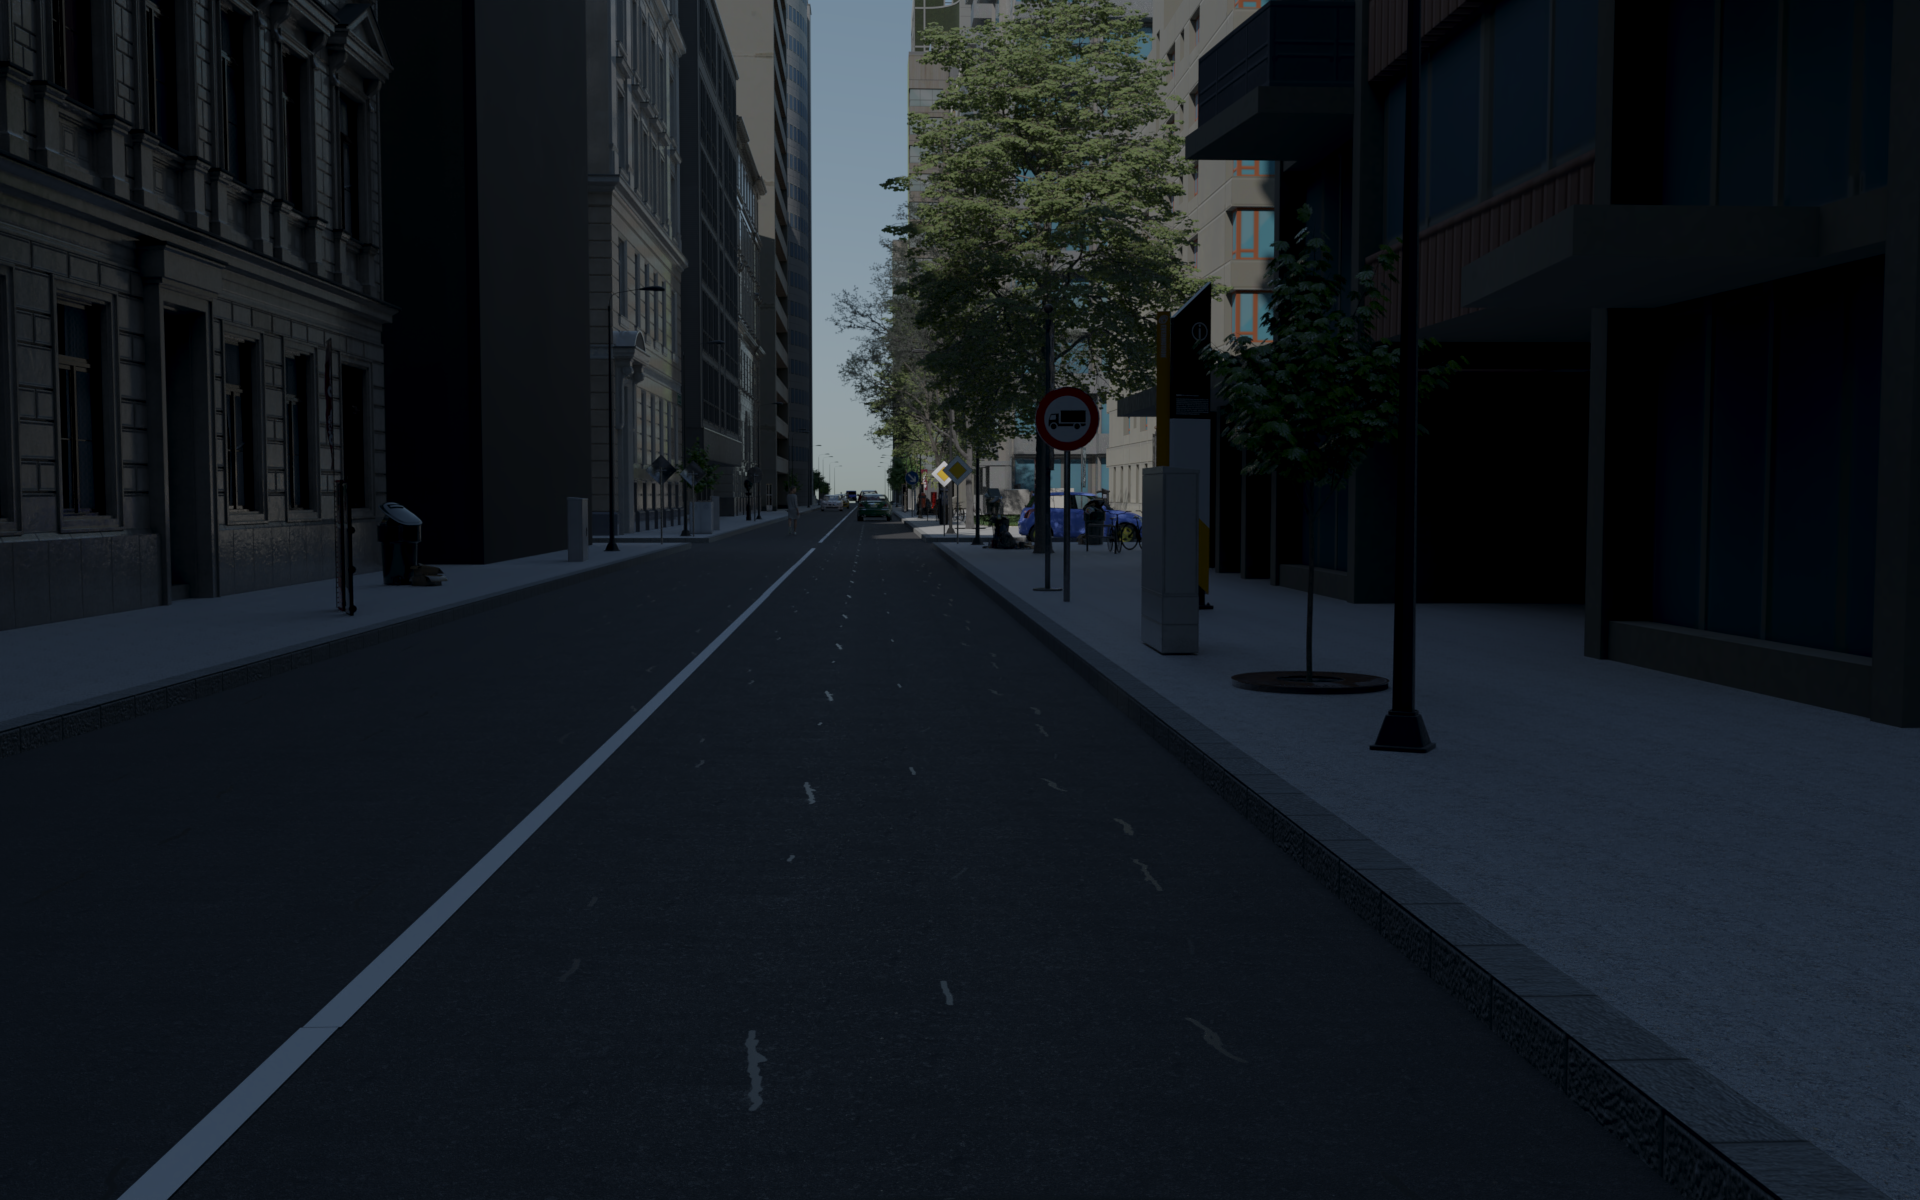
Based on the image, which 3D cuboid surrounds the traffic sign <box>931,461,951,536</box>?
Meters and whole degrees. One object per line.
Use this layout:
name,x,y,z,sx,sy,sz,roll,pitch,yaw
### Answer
traffic sign,-0.478,-2.983,52.413,0.795,2.450,0.064,0,4,-3

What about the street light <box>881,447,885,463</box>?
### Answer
street light,-6.703,-12.015,168.991,1.470,5.913,1.316,0,4,-3

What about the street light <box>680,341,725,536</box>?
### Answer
street light,-7.800,-4.890,52.493,1.470,5.913,1.316,0,4,-3

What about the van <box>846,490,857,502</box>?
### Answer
van,-17.662,-16.922,281.065,2.240,2.365,5.245,0,4,-4

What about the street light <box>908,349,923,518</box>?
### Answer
street light,-0.840,-5.086,55.699,1.470,5.913,1.316,0,4,-3

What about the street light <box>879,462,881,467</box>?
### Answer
street light,-8.508,-14.149,203.868,1.470,5.913,1.316,0,4,-3

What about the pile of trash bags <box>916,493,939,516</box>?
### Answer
pile of trash bags,-1.841,-5.819,104.899,1.912,1.369,3.447,1,4,17

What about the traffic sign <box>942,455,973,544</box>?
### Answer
traffic sign,-0.063,-2.495,44.439,0.795,2.450,0.064,0,4,-3

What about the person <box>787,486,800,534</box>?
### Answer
person,-5.927,-3.194,61.480,0.466,1.731,0.760,0,4,0

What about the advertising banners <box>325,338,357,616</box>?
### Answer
advertising banners,-6.806,-1.395,18.991,0.090,3.025,2.074,-2,4,-25

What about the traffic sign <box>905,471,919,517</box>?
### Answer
traffic sign,-2.651,-5.869,96.062,0.768,2.556,0.104,0,4,7

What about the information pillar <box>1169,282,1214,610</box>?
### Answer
information pillar,2.552,-1.699,19.127,0.504,3.616,0.183,-2,4,-24

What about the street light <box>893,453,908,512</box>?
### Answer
street light,-2.628,-7.248,91.047,1.470,5.913,1.316,0,4,-3

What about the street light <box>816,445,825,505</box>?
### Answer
street light,-13.750,-11.675,163.433,1.470,5.913,1.316,0,4,-3

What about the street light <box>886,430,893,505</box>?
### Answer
street light,-4.442,-9.416,126.493,1.470,5.913,1.316,0,4,-3

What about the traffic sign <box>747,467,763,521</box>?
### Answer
traffic sign,-9.646,-4.968,81.330,0.768,2.556,0.104,0,4,4

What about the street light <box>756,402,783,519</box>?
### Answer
street light,-9.643,-7.036,87.574,1.470,5.913,1.316,0,4,-3

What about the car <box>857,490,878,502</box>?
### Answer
car,-8.382,-9.236,159.685,2.281,1.827,5.304,0,4,-1

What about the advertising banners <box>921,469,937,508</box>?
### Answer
advertising banners,-1.805,-7.647,121.209,2.074,3.025,0.090,-2,4,-25

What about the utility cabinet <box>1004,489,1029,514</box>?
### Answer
utility cabinet,2.577,-4.302,79.014,1.173,1.500,0.318,-2,4,-29

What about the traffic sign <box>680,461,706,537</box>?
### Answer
traffic sign,-8.013,-2.960,52.042,0.795,2.450,0.064,0,4,-3

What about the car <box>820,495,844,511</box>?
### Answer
car,-10.834,-8.193,146.320,2.083,1.381,4.827,0,4,-5

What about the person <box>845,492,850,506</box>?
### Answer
person,-13.858,-12.468,213.148,0.445,1.727,0.742,1,4,18

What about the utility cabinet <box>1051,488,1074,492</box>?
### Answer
utility cabinet,3.786,-3.535,66.482,1.173,1.500,0.318,0,4,4

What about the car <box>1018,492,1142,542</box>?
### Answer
car,3.506,-2.434,49.390,3.694,1.707,1.945,0,4,-3

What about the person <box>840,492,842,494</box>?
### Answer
person,-16.047,-13.749,234.230,0.436,1.711,0.756,2,4,23

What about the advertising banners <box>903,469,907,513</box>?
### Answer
advertising banners,-3.801,-7.598,120.414,0.090,3.025,2.074,0,4,4

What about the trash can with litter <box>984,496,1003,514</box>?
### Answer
trash can with litter,1.671,-4.791,89.719,0.624,1.170,1.055,3,5,44

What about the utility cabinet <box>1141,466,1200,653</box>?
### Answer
utility cabinet,1.737,-0.343,14.287,0.318,1.500,1.173,0,4,-2

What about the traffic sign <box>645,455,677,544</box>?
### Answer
traffic sign,-7.598,-2.473,44.068,0.795,2.450,0.064,0,4,-3

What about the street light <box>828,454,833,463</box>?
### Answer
street light,-15.622,-13.811,198.342,1.470,5.913,1.316,0,4,-3

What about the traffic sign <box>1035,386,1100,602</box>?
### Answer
traffic sign,1.274,-1.253,20.591,0.768,2.556,0.104,0,4,5

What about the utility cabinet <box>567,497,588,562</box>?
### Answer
utility cabinet,-7.332,-1.352,33.275,0.306,1.237,1.020,0,4,-6

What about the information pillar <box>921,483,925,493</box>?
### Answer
information pillar,-2.582,-6.892,117.172,0.304,2.012,0.304,-1,4,-15

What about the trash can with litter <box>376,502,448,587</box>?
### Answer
trash can with litter,-7.673,-0.793,24.358,1.055,1.170,0.624,2,4,26

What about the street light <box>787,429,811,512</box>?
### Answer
street light,-11.890,-9.544,128.587,1.470,5.913,1.316,0,4,-3

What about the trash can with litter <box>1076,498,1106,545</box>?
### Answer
trash can with litter,3.242,-1.979,43.751,0.624,1.170,1.055,-2,4,-23

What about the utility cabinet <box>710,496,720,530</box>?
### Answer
utility cabinet,-8.730,-3.092,61.716,0.306,1.237,1.020,-1,4,-11

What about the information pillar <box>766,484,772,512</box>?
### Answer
information pillar,-13.866,-7.431,125.989,0.304,2.012,0.304,-3,5,-42

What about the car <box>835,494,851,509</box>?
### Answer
car,-11.702,-9.751,169.653,2.015,1.641,3.980,0,4,-3

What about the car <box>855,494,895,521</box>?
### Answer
car,-4.577,-4.973,93.112,2.131,1.459,4.920,0,4,-1

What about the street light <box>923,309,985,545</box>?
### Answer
street light,-0.097,-4.338,43.473,1.470,5.913,1.316,0,4,-3

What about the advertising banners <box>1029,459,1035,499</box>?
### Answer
advertising banners,3.597,-5.477,85.732,0.090,3.025,2.074,0,4,-7

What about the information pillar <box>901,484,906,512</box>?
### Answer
information pillar,-4.059,-7.387,125.271,0.304,2.012,0.304,-1,4,-12
